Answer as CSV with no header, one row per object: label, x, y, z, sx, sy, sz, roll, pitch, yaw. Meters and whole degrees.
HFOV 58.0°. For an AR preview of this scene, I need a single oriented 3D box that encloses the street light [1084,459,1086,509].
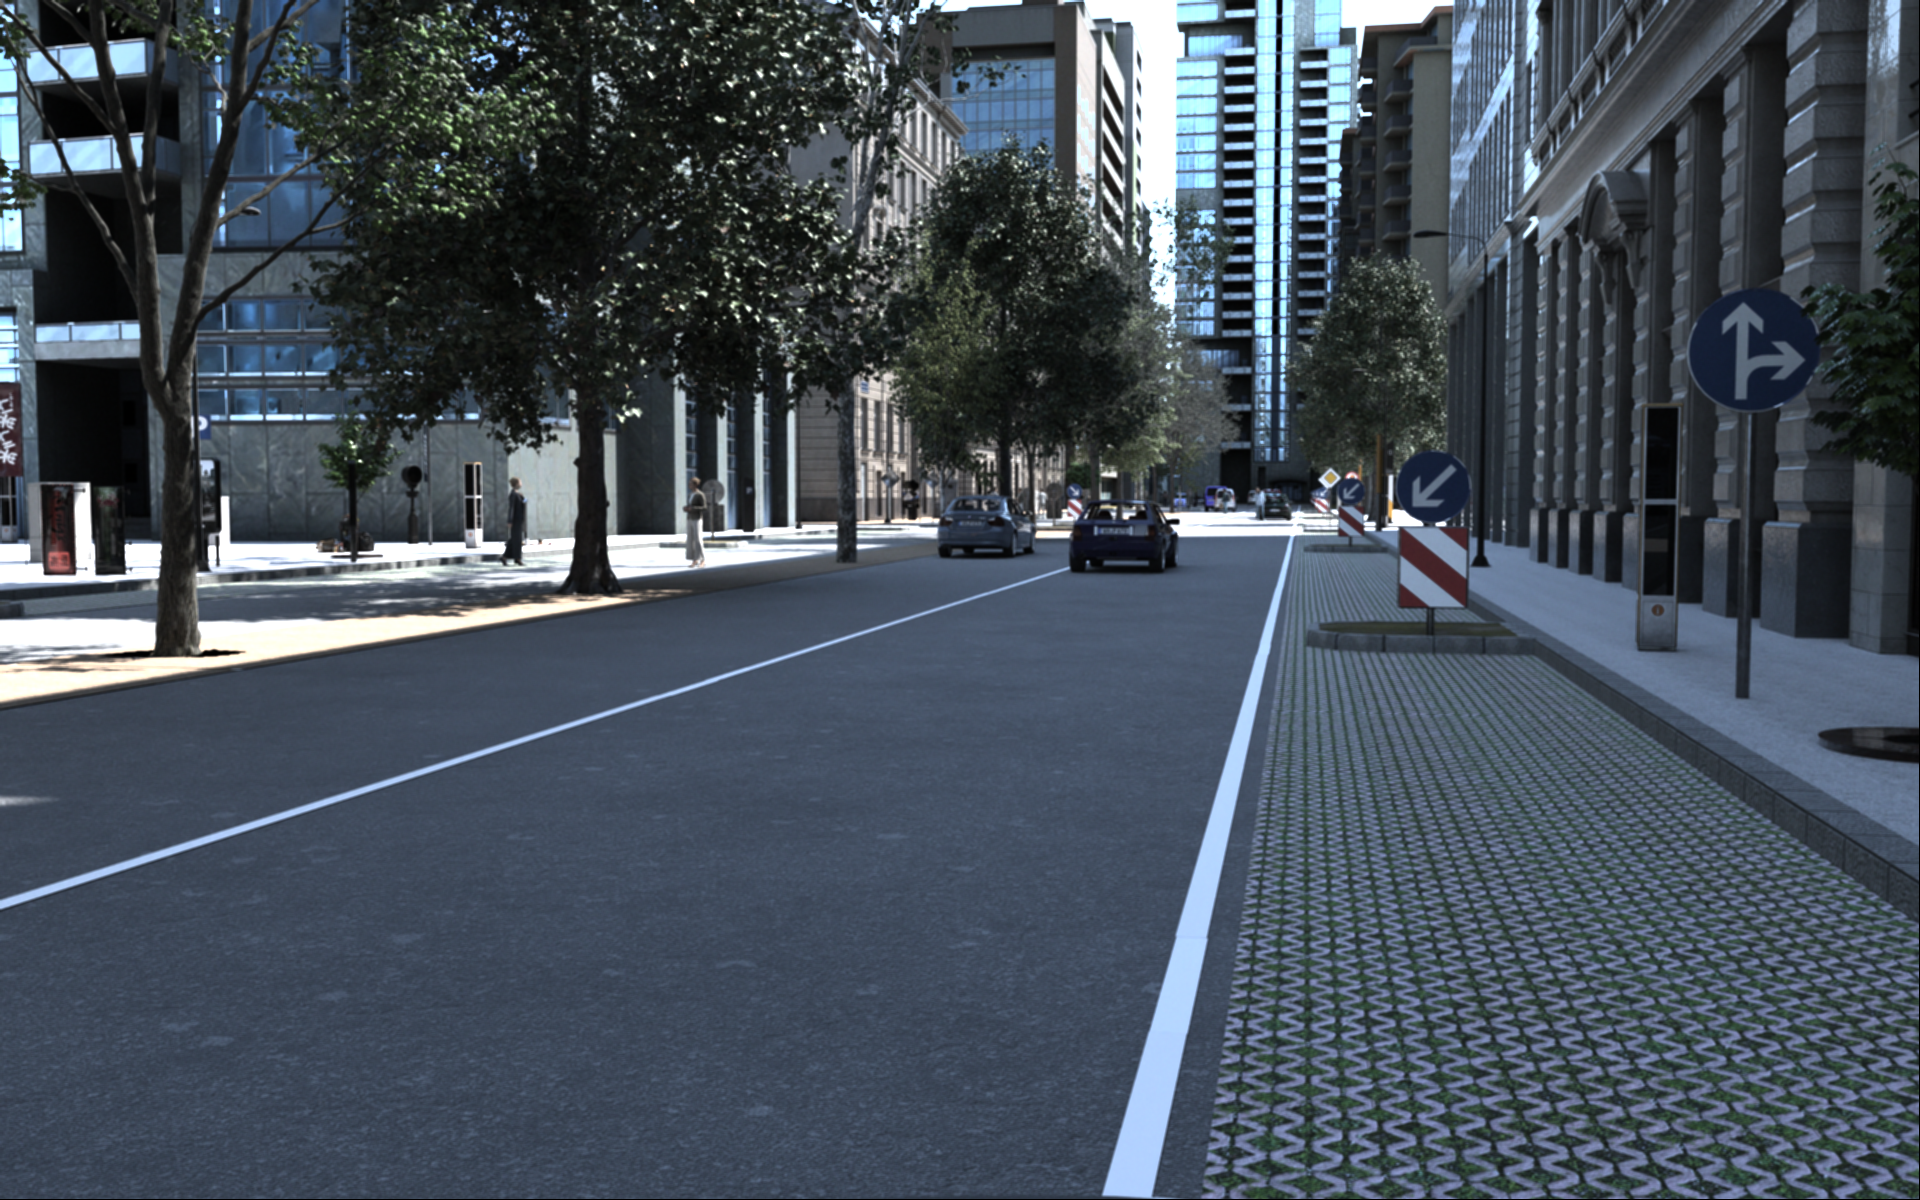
street light,11.010,-10.527,144.652,1.470,5.913,1.316,1,4,11

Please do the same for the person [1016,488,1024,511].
person,3.092,-4.964,90.218,0.362,1.759,0.519,-2,4,-26

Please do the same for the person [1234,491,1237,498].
person,33.181,-12.208,208.552,0.568,1.767,0.683,0,4,-3

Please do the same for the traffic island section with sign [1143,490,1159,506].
traffic island section with sign,18.866,-10.229,175.876,1.989,1.847,2.006,1,4,11

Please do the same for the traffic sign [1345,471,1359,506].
traffic sign,22.013,-5.942,97.256,0.768,2.556,0.104,1,4,12

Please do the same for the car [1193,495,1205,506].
car,28.256,-11.654,203.116,1.945,1.354,3.894,1,4,12

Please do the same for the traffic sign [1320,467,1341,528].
traffic sign,13.880,-3.747,64.910,0.795,2.450,0.064,1,4,11

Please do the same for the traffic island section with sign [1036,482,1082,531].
traffic island section with sign,3.570,-3.616,67.265,2.006,1.907,1.989,1,4,11

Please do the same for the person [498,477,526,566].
person,-8.868,-1.557,34.383,0.534,1.772,0.576,-2,4,-31

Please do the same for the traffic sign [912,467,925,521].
traffic sign,-1.882,-4.967,81.310,0.768,2.556,0.104,1,4,15

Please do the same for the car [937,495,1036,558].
car,0.641,-1.742,40.492,2.014,1.417,4.499,1,4,11

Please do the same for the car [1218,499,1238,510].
car,23.927,-8.906,155.392,2.009,1.686,4.222,1,4,11

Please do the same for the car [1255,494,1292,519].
car,18.229,-5.452,100.946,2.131,1.459,4.920,1,4,12

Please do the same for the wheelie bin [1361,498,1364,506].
wheelie bin,27.387,-6.644,116.530,0.693,1.594,0.980,-2,4,-33

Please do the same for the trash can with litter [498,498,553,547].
trash can with litter,-10.692,-1.968,43.233,1.678,1.210,2.233,1,4,11

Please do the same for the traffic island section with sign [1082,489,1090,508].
traffic island section with sign,9.271,-7.261,127.350,1.989,1.847,2.006,1,4,11

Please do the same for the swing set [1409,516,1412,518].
swing set,25.822,-5.902,94.123,3.119,2.851,2.862,1,4,12

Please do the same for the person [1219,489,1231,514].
person,18.882,-7.041,123.598,0.794,1.824,0.713,-2,4,-35

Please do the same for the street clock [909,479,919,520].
street clock,-2.235,-4.873,84.242,0.471,2.002,0.358,-1,4,-20

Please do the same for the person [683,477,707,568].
person,-5.219,-1.518,33.877,0.519,1.759,0.362,3,5,43

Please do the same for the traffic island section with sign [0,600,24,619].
traffic island section with sign,-12.006,-0.687,19.855,1.989,1.847,2.006,1,4,11

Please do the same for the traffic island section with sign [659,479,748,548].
traffic island section with sign,-6.760,-2.307,46.344,1.989,1.847,2.006,1,4,11

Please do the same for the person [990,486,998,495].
person,1.698,-4.487,82.060,0.606,1.804,0.583,3,5,44

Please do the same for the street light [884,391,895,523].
street light,-2.665,-6.337,76.150,1.470,5.913,1.316,1,4,11

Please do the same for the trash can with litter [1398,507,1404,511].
trash can with litter,33.962,-7.394,132.282,1.055,1.170,0.624,3,4,38

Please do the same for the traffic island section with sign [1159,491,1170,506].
traffic island section with sign,24.111,-11.847,202.318,1.989,1.847,2.006,1,4,11

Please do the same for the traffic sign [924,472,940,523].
traffic sign,-1.188,-4.428,76.042,0.795,2.450,0.064,1,4,11

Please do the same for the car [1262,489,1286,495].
car,24.664,-7.855,137.101,2.281,1.827,5.304,1,4,12

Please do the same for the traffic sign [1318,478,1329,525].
traffic sign,15.431,-4.226,72.744,0.795,2.450,0.064,1,4,11

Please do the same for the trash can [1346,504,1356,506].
trash can,25.581,-6.220,113.354,0.748,1.137,0.748,0,3,0

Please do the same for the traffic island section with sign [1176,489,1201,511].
traffic island section with sign,19.599,-8.569,148.246,2.006,1.907,1.989,1,4,11

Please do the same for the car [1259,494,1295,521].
car,17.251,-5.189,94.621,2.009,1.686,4.222,1,4,12

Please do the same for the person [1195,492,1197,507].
person,26.748,-11.401,195.625,0.721,1.735,1.217,1,4,11

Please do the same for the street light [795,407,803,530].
street light,-5.297,-5.500,62.460,1.470,5.913,1.316,1,4,11

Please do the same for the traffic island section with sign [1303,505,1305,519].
traffic island section with sign,9.543,-2.093,42.846,1.989,1.847,2.006,1,4,11

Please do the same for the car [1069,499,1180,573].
car,3.159,-1.246,32.953,1.945,1.354,3.894,1,4,12

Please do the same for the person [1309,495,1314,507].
person,37.226,-10.602,182.369,0.721,1.766,1.217,-2,4,-34

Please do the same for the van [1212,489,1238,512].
van,21.000,-7.963,137.198,2.013,2.044,4.112,1,4,10

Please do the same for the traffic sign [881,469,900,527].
traffic sign,-2.739,-3.949,68.208,0.795,2.450,0.064,1,4,11

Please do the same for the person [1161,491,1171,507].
person,22.911,-11.237,192.940,1.217,1.736,0.721,-1,4,-20

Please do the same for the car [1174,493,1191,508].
car,23.233,-10.519,181.569,1.945,1.707,3.694,1,4,12

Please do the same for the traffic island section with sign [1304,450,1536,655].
traffic island section with sign,4.308,-0.475,16.402,1.989,1.847,2.006,1,4,11

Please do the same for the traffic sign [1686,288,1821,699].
traffic sign,4.925,-0.656,10.825,0.768,2.556,0.104,1,4,16

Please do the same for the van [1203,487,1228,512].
van,21.053,-8.417,142.001,2.240,2.365,5.245,1,4,9

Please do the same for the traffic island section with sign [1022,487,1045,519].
traffic island section with sign,3.894,-5.600,100.181,1.989,1.847,2.006,1,4,11

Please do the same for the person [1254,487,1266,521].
person,15.689,-5.001,90.534,0.793,1.790,0.793,-2,4,-25

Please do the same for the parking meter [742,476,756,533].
parking meter,-7.006,-3.168,57.505,0.399,1.863,0.255,-1,4,-19

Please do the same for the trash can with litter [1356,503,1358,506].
trash can with litter,30.325,-7.426,132.474,1.678,1.210,2.233,-1,4,-13

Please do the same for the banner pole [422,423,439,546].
banner pole,-13.252,-3.245,43.071,0.401,3.779,0.863,-2,4,-28

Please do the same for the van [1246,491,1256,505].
van,37.550,-13.090,221.027,2.013,2.044,4.112,1,4,10

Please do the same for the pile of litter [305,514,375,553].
pile of litter,-13.678,-1.484,38.227,1.719,0.858,1.176,-3,5,-44

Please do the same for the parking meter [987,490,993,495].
parking meter,1.764,-5.580,99.651,0.372,1.533,0.369,0,3,0

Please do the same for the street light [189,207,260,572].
street light,-12.026,-3.412,28.328,1.470,5.913,1.316,1,4,11

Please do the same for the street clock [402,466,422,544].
street clock,-13.955,-2.421,44.147,0.358,2.002,0.471,3,4,36

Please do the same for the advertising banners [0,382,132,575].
advertising banners,-14.203,-1.903,27.298,2.074,3.025,0.090,-1,4,-9

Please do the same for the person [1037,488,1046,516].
person,5.003,-6.013,107.008,0.606,1.804,0.583,-3,4,-36

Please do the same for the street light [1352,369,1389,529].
street light,15.264,-5.621,64.447,1.470,5.913,1.316,1,4,11

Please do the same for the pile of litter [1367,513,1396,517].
pile of litter,24.010,-5.175,98.568,1.719,0.858,1.176,0,4,3

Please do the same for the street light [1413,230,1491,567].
street light,8.672,-3.549,30.559,1.470,5.913,1.316,1,4,11
